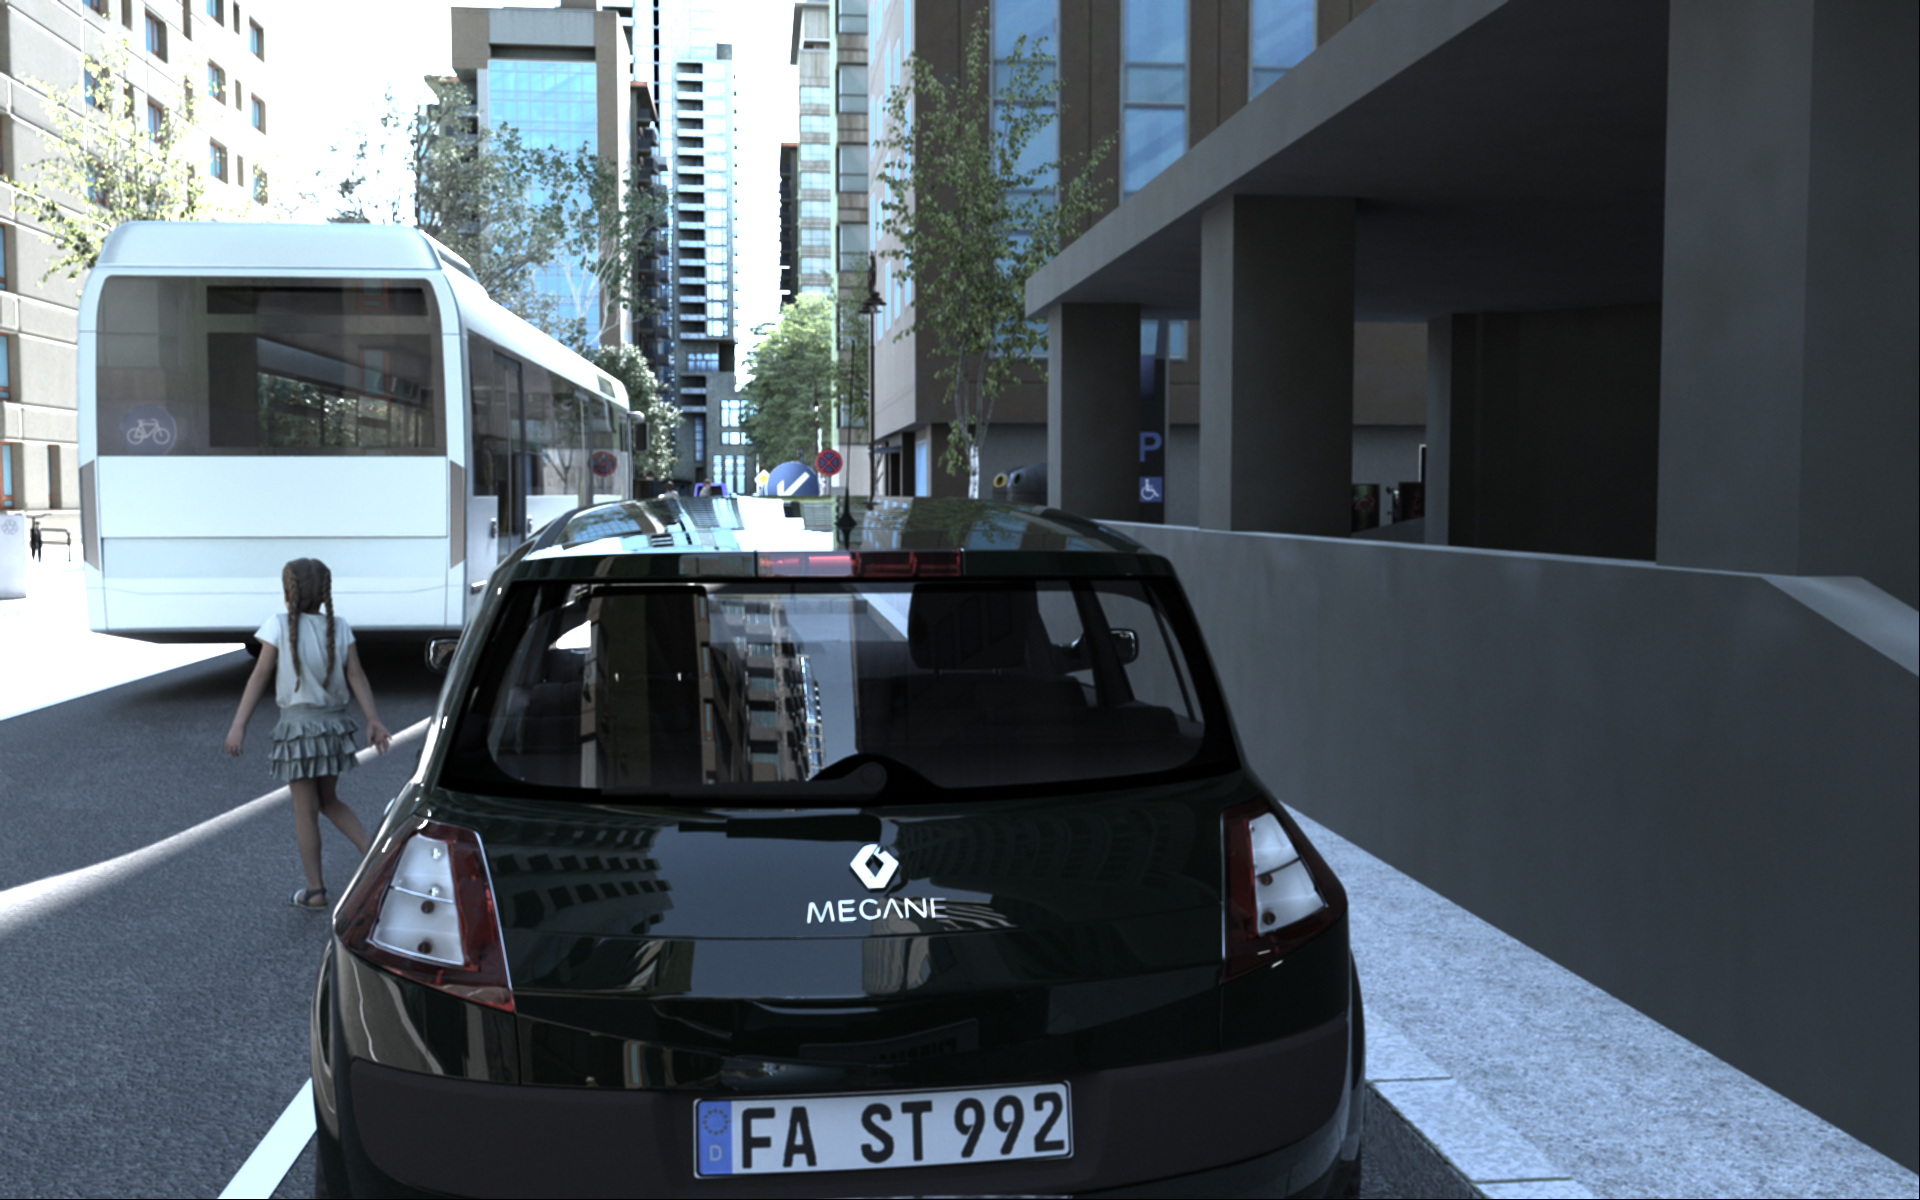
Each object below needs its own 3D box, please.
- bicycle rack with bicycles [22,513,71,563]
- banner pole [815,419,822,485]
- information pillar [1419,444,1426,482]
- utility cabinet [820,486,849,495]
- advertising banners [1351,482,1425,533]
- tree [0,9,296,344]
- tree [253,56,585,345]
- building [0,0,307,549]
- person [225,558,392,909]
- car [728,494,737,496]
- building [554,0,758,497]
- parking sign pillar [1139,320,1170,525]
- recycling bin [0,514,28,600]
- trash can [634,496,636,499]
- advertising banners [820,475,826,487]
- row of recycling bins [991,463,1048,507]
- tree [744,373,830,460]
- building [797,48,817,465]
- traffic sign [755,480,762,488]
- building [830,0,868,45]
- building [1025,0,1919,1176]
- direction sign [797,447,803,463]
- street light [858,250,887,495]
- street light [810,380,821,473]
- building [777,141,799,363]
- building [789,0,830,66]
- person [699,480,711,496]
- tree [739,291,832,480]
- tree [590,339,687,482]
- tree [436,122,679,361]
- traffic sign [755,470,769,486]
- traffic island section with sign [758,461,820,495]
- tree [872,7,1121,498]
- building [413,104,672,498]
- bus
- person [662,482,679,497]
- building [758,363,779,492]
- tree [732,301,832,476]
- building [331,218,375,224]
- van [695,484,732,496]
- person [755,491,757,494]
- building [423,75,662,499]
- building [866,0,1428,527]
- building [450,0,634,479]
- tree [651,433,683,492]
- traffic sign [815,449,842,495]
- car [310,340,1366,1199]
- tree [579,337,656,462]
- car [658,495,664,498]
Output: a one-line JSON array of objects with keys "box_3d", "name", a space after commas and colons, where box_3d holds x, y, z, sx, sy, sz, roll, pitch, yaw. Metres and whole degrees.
[{"box_3d": [-17.925, -1.155, 32.267, 2.852, 0.926, 2.925, -3, 5, -43], "name": "bicycle rack with bicycles"}, {"box_3d": [-4.724, -4.155, 57.958, 0.401, 3.779, 0.863, -1, 4, -18], "name": "banner pole"}, {"box_3d": [7.012, -1.296, 25.679, 0.304, 2.012, 0.304, -3, 4, -36], "name": "information pillar"}, {"box_3d": [-3.724, -2.560, 50.531, 0.318, 1.500, 1.173, 2, 4, 34], "name": "utility cabinet"}, {"box_3d": [5.918, -1.614, 22.585, 2.074, 3.025, 0.090, -1, 4, -16], "name": "advertising banners"}, {"box_3d": [-12.812, -4.719, 27.526, 4.360, 8.622, 3.978, 0, 3, 0], "name": "tree"}, {"box_3d": [-15.334, -8.423, 48.093, 12.009, 13.543, 11.850, 0, 3, 0], "name": "tree"}, {"box_3d": [-37.720, -12.596, 50.976, 28.899, 21.520, 27.650, 0, 4, -7], "name": "building"}, {"box_3d": [-2.233, 0.464, 5.937, 0.382, 1.210, 0.505, 3, 5, 43], "name": "person"}, {"box_3d": [-18.805, -8.074, 140.812, 1.959, 1.807, 4.718, 0, 4, -8], "name": "car"}, {"box_3d": [-44.505, -57.018, 244.912, 31.000, 86.520, 22.319, 0, 4, -7], "name": "building"}, {"box_3d": [2.662, -2.173, 23.995, 1.447, 3.967, 1.447, 1, 4, 9], "name": "parking sign pillar"}, {"box_3d": [-11.883, -0.530, 21.226, 0.722, 1.027, 0.722, -2, 4, -35], "name": "recycling bin"}, {"box_3d": [-28.037, -8.362, 148.377, 0.748, 1.137, 0.748, 0, 3, 0], "name": "trash can"}, {"box_3d": [-11.222, -8.367, 132.983, 2.074, 3.025, 0.090, 0, 4, -4], "name": "advertising banners"}, {"box_3d": [1.045, -1.047, 24.233, 1.069, 1.692, 3.534, 0, 4, -4], "name": "row of recycling bins"}, {"box_3d": [-11.717, -11.658, 125.016, 8.767, 10.594, 7.601, 0, 4, 7], "name": "tree"}, {"box_3d": [-8.236, -29.362, 163.670, 14.154, 41.232, 14.086, 0, 4, -7], "name": "building"}, {"box_3d": [-8.900, -4.578, 78.498, 0.795, 2.450, 0.064, 0, 4, -7], "name": "traffic sign"}, {"box_3d": [2.226, -23.193, 62.795, 14.154, 41.232, 14.086, 0, 4, -7], "name": "building"}, {"box_3d": [17.162, -19.418, 9.367, 32.217, 40.220, 23.993, 0, 4, -7], "name": "building"}, {"box_3d": [-7.769, -5.631, 84.071, 0.379, 3.537, 0.876, -1, 4, -23], "name": "direction sign"}, {"box_3d": [-1.669, -3.685, 33.034, 0.468, 5.910, 1.993, 0, 4, -7], "name": "street light"}, {"box_3d": [-5.848, -5.966, 70.327, 0.468, 5.910, 1.993, 0, 4, -7], "name": "street light"}, {"box_3d": [-11.210, -34.164, 213.210, 22.147, 44.769, 28.867, 0, 4, -7], "name": "building"}, {"box_3d": [-3.509, -36.467, 185.480, 28.713, 52.752, 27.495, 0, 4, -7], "name": "building"}, {"box_3d": [-6.749, -2.287, 46.014, 0.853, 1.813, 0.709, -1, 4, -15], "name": "person"}, {"box_3d": [-8.640, -10.963, 97.371, 7.486, 12.596, 7.792, 0, 3, 0], "name": "tree"}, {"box_3d": [-25.197, -12.964, 128.970, 9.611, 12.733, 9.660, 0, 3, 0], "name": "tree"}, {"box_3d": [-20.830, -14.239, 88.701, 12.611, 20.169, 13.585, 0, 3, 0], "name": "tree"}, {"box_3d": [-7.970, -4.093, 70.567, 0.795, 2.450, 0.064, 0, 4, -7], "name": "traffic sign"}, {"box_3d": [-2.206, -0.797, 21.651, 1.989, 1.847, 2.006, 0, 4, -7], "name": "traffic island section with sign"}, {"box_3d": [0.403, -4.712, 27.399, 4.737, 8.622, 4.395, 0, 3, 0], "name": "tree"}, {"box_3d": [-51.267, -36.300, 213.113, 30.456, 49.044, 23.786, 0, 4, -7], "name": "building"}, {"box_3d": [-5.285, -1.437, 18.353, 2.948, 3.499, 13.247, 0, 4, -5], "name": "bus"}, {"box_3d": [-8.172, -2.458, 49.041, 0.532, 1.782, 0.716, 3, 5, 44], "name": "person"}, {"box_3d": [-15.000, -24.950, 252.973, 28.899, 21.520, 27.650, 0, 4, -7], "name": "building"}, {"box_3d": [-10.280, -12.594, 112.565, 9.857, 13.997, 8.962, 0, 3, 0], "name": "tree"}, {"box_3d": [-86.333, -33.880, 245.814, 23.993, 40.220, 32.217, 0, 4, -7], "name": "building"}, {"box_3d": [-14.851, -6.079, 103.773, 2.240, 2.365, 5.245, 0, 4, -5], "name": "van"}, {"box_3d": [-18.789, -9.124, 158.205, 0.750, 1.759, 0.617, 1, 4, 14], "name": "person"}, {"box_3d": [-42.677, -32.106, 179.558, 22.147, 44.769, 28.867, 0, 4, -7], "name": "building"}, {"box_3d": [5.149, -23.893, 40.759, 14.600, 45.320, 14.200, 0, 4, -7], "name": "building"}, {"box_3d": [-37.534, -31.084, 158.341, 14.600, 45.320, 14.200, 0, 4, -7], "name": "building"}, {"box_3d": [-33.937, -15.229, 199.357, 4.737, 8.622, 4.395, 0, 3, 0], "name": "tree"}, {"box_3d": [-3.712, -2.991, 49.003, 0.768, 2.556, 0.104, 0, 4, -6], "name": "traffic sign"}, {"box_3d": [-0.397, 0.331, 4.380, 2.009, 1.686, 4.222, -1, 4, -8], "name": "car"}, {"box_3d": [-22.084, -10.353, 103.691, 8.767, 10.594, 7.601, 1, 4, 14], "name": "tree"}, {"box_3d": [-20.295, -6.613, 120.488, 2.083, 1.381, 4.827, 0, 4, -5], "name": "car"}]
